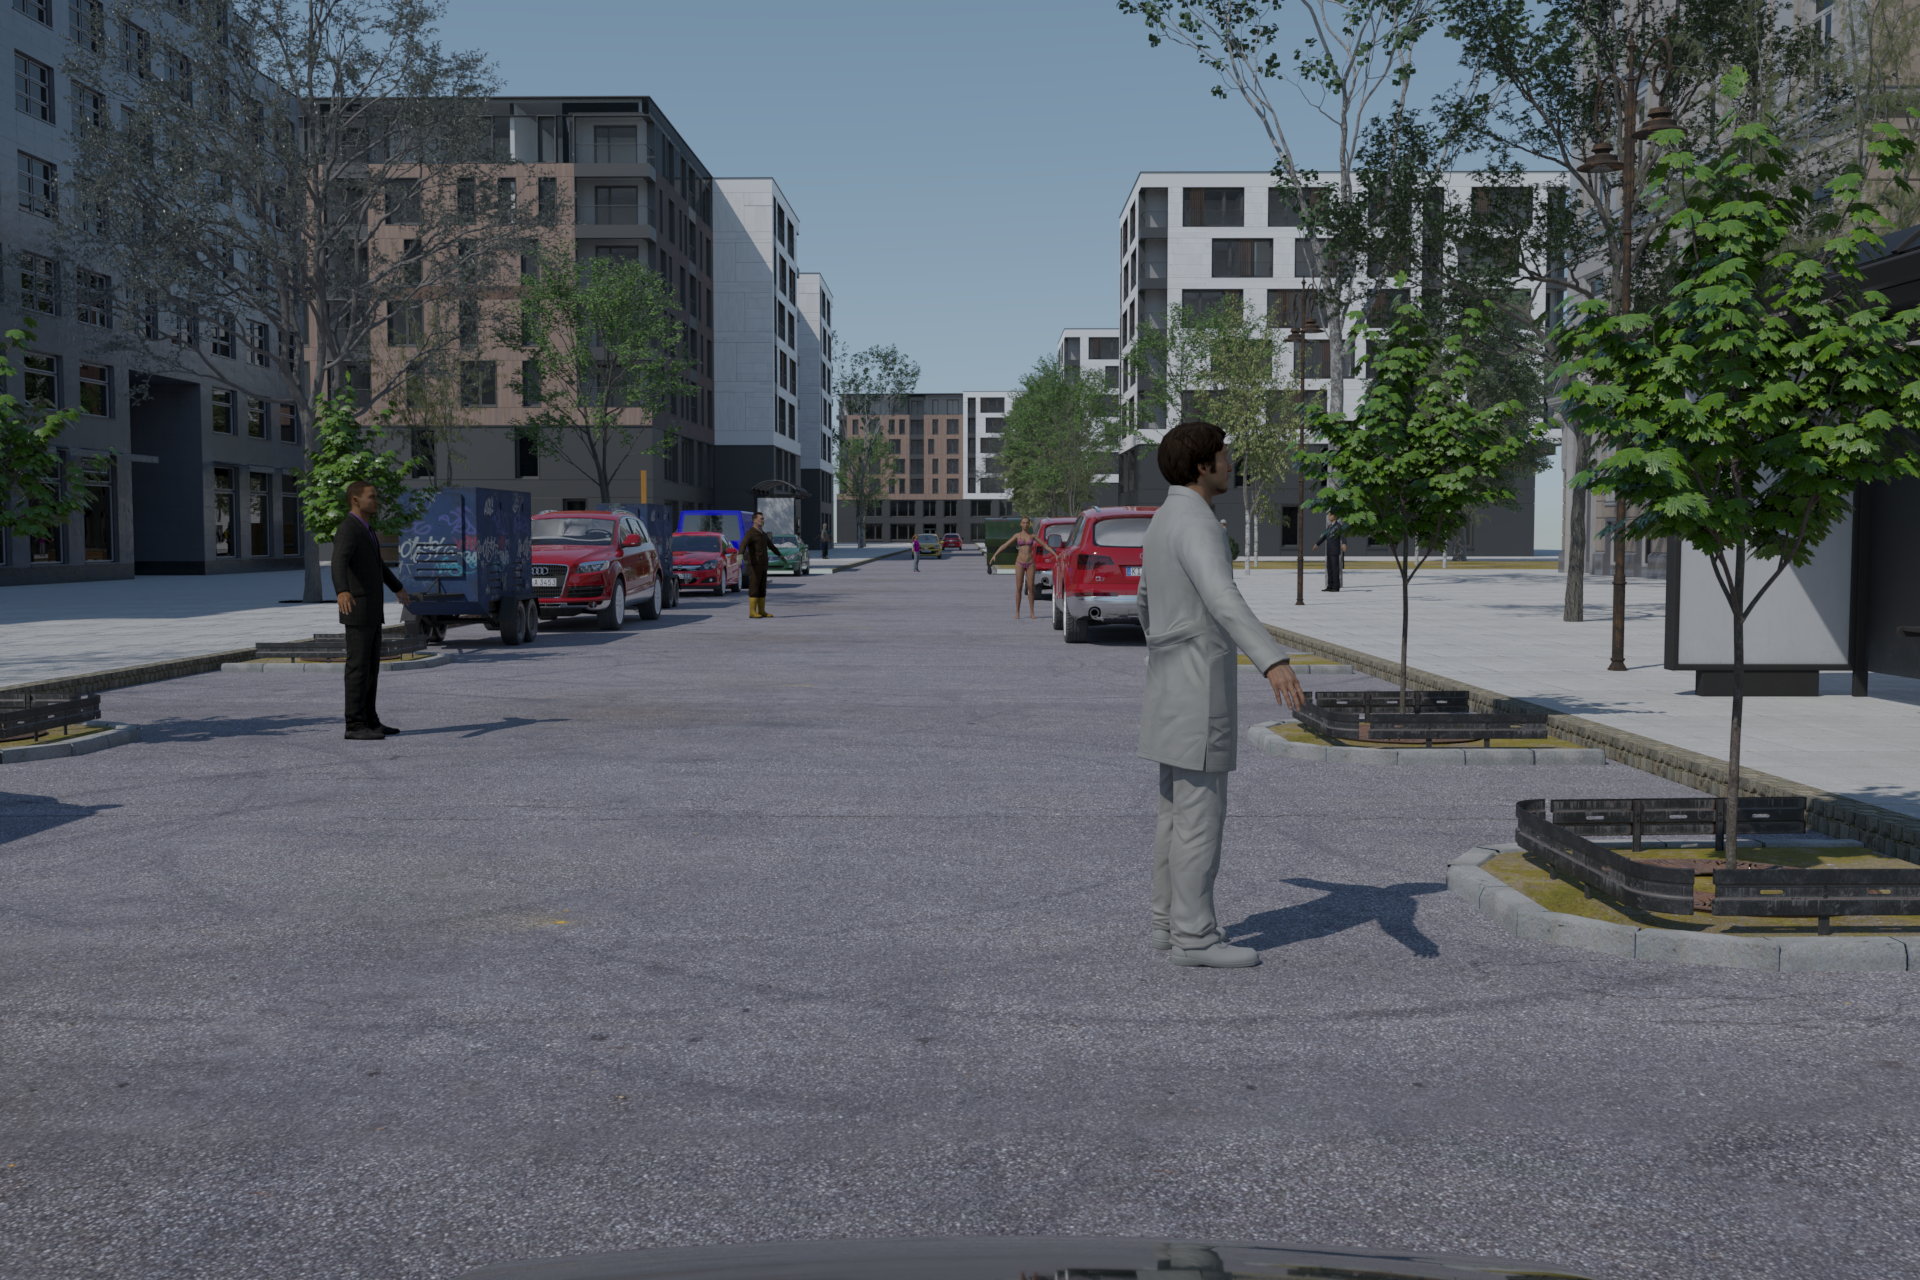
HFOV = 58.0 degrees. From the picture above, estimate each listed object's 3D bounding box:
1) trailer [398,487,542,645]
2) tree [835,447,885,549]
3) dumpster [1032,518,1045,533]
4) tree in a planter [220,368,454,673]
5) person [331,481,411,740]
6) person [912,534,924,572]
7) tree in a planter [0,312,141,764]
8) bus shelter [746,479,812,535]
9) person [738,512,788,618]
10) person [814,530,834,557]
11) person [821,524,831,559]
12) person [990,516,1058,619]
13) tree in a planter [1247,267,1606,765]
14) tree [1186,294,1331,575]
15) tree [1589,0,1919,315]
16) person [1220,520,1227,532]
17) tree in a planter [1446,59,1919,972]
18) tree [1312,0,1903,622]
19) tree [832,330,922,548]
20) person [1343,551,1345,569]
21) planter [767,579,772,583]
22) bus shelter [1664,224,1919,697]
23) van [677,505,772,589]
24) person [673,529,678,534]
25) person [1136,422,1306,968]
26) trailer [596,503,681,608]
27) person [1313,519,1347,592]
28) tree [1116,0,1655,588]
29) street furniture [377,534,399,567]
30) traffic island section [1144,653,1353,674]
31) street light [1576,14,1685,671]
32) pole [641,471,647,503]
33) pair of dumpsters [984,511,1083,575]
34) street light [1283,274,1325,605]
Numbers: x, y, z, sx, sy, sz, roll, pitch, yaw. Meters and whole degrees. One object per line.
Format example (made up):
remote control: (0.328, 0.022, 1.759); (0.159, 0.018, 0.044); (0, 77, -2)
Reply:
trailer: (-6.360, -0.905, 21.844); (1.471, 1.999, 3.904); (0, 4, 0)
tree: (-8.861, -12.038, 147.189); (4.360, 8.622, 3.978); (0, 3, 0)
dumpster: (2.789, -2.253, 45.048); (1.865, 1.857, 1.264); (0, 4, -1)
tree in a planter: (-6.661, -1.321, 18.819); (1.991, 3.239, 1.994); (0, 4, 1)
person: (-4.174, -0.214, 12.183); (0.704, 1.802, 1.346); (0, 4, -1)
person: (-1.590, -3.290, 65.511); (0.599, 1.433, 0.991); (2, 4, 24)
tree in a planter: (-6.702, -0.873, 11.490); (1.991, 3.239, 1.994); (0, 4, 0)
bus shelter: (-6.902, -4.454, 66.754); (2.014, 3.302, 5.546); (0, 4, 0)
person: (-3.420, -1.283, 29.567); (0.704, 1.812, 1.346); (2, 4, 29)
person: (-7.748, -5.684, 99.067); (1.347, 1.817, 0.704); (2, 4, 29)
person: (-6.879, -5.045, 88.611); (0.705, 1.813, 1.348); (1, 4, 11)
person: (1.109, -1.225, 29.291); (1.217, 1.733, 0.721); (0, 4, -2)
tree in a planter: (3.004, -0.881, 11.634); (1.991, 3.239, 1.994); (0, 4, -1)
tree: (9.202, -6.324, 53.755); (4.737, 8.622, 4.395); (0, 3, 0)
tree: (8.891, -4.068, 16.868); (4.360, 8.622, 3.978); (0, 3, 0)
person: (10.253, -3.778, 67.630); (0.705, 1.847, 1.347); (1, 4, 17)
tree in a planter: (2.973, -0.572, 6.571); (1.991, 3.239, 1.994); (0, 4, -1)
tree: (8.785, -5.528, 24.796); (8.767, 10.594, 7.601); (2, 4, 33)
tree: (-10.216, -18.522, 158.721); (12.611, 20.169, 13.585); (0, 3, 0)
person: (12.995, -3.235, 59.678); (0.721, 1.737, 1.214); (2, 4, 29)
planter: (-6.562, -1.819, 50.888); (1.991, 0.319, 1.994); (0, 4, 0)
bus shelter: (6.365, -1.051, 11.115); (2.014, 3.302, 5.546); (0, 4, 0)
van: (-6.407, -2.616, 47.164); (2.240, 2.365, 5.245); (0, 4, 1)
person: (-9.246, -3.190, 58.334); (1.348, 1.807, 0.705); (0, 4, -3)
person: (0.814, 0.170, 5.858); (0.705, 1.806, 1.347); (-1, 4, -10)
trailer: (-6.280, -1.585, 32.969); (1.471, 1.999, 3.904); (0, 4, 0)
person: (8.255, -1.981, 38.437); (0.704, 1.823, 1.345); (-1, 4, -18)
tree: (10.231, -11.262, 40.023); (12.611, 20.169, 13.585); (0, 3, 0)
street furniture: (-21.069, -3.986, 72.024); (9.812, 1.723, 11.010); (-2, 4, -24)
traffic island section: (3.023, 0.255, 18.690); (1.991, 0.108, 1.994); (0, 3, 0)
street light: (6.185, -2.650, 16.115); (0.468, 5.910, 1.993); (0, 4, 1)
pole: (-10.148, -3.782, 55.676); (0.158, 3.312, 0.155); (0, 3, 0)
pair of dumpsters: (3.070, -3.465, 61.597); (4.436, 2.255, 1.574); (0, 4, 1)
street light: (6.132, -3.564, 31.062); (0.468, 5.910, 1.993); (0, 3, 0)
